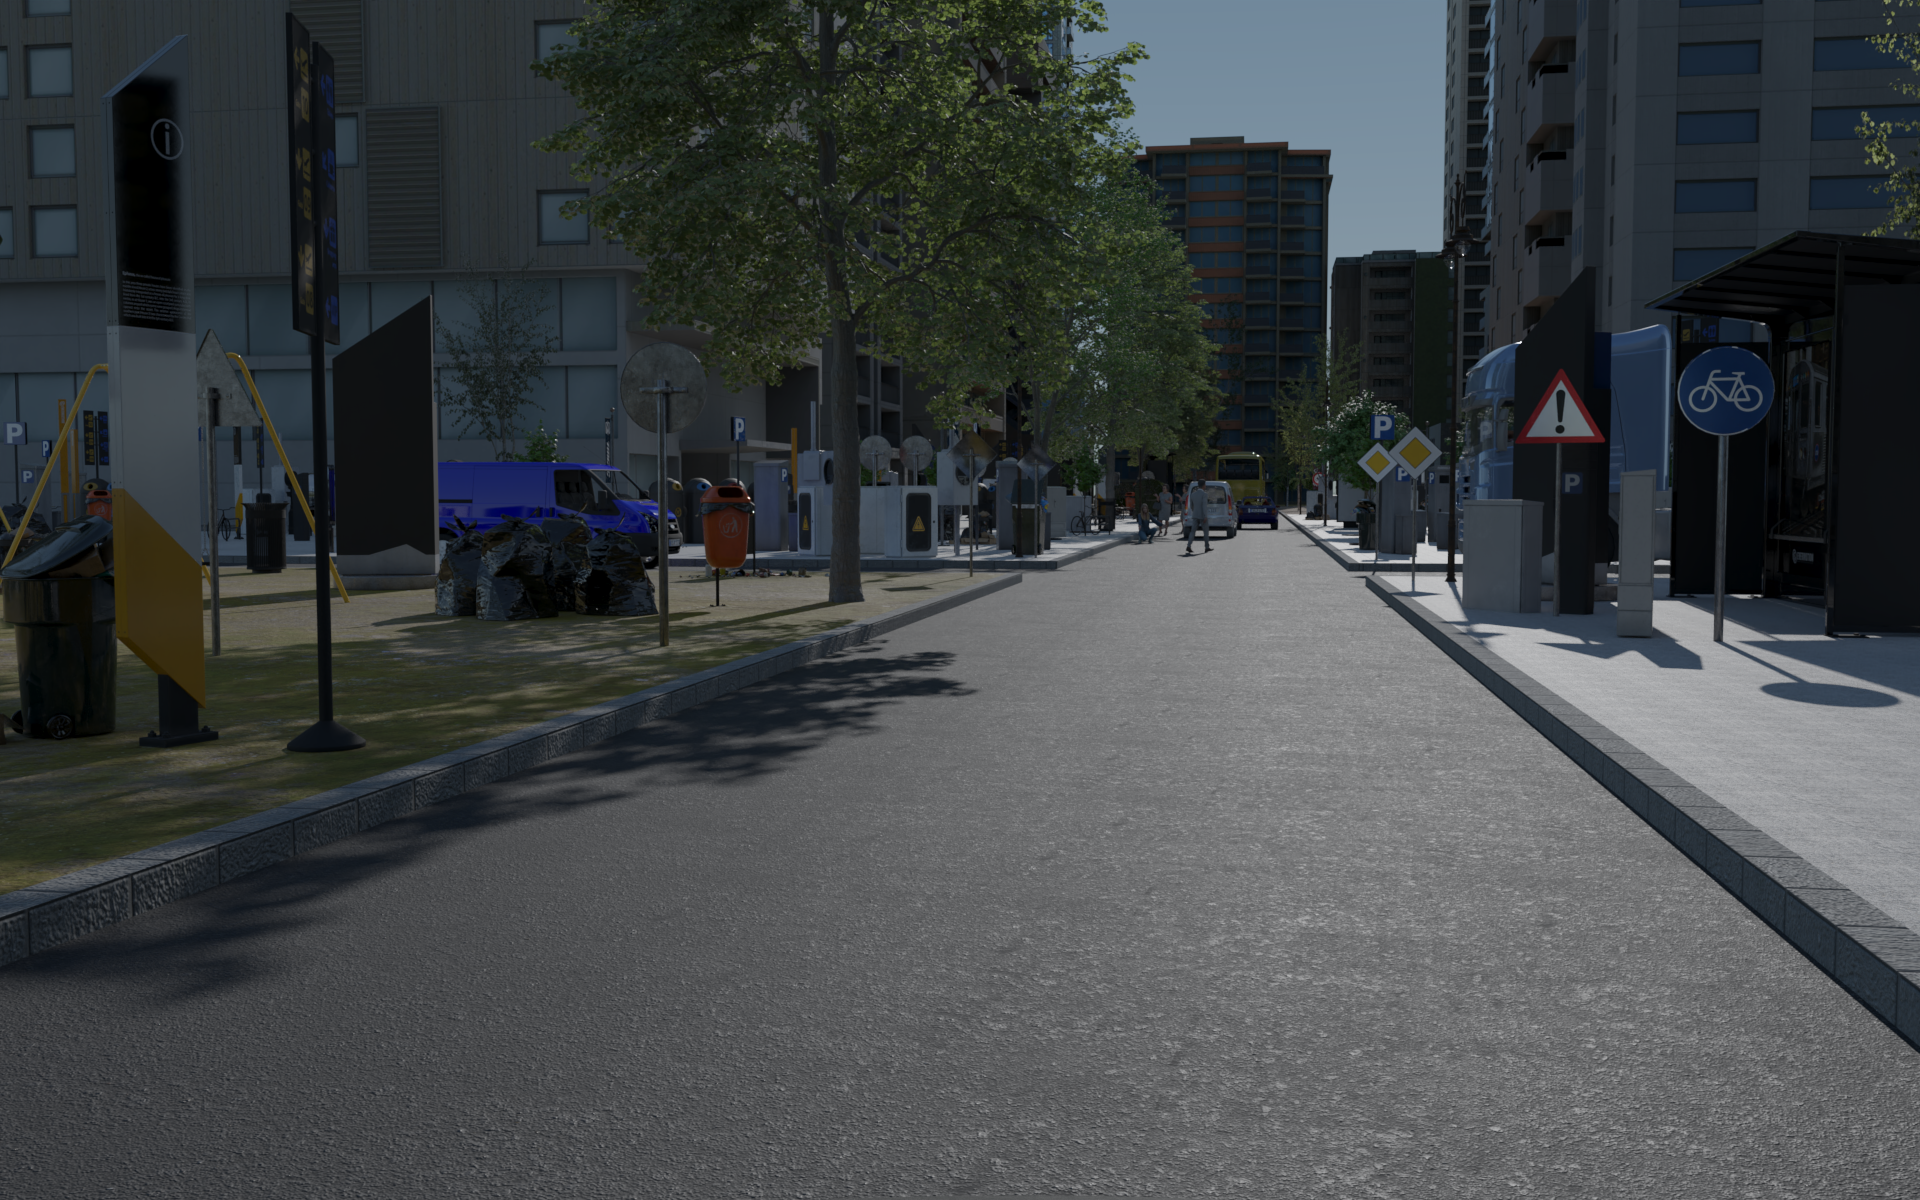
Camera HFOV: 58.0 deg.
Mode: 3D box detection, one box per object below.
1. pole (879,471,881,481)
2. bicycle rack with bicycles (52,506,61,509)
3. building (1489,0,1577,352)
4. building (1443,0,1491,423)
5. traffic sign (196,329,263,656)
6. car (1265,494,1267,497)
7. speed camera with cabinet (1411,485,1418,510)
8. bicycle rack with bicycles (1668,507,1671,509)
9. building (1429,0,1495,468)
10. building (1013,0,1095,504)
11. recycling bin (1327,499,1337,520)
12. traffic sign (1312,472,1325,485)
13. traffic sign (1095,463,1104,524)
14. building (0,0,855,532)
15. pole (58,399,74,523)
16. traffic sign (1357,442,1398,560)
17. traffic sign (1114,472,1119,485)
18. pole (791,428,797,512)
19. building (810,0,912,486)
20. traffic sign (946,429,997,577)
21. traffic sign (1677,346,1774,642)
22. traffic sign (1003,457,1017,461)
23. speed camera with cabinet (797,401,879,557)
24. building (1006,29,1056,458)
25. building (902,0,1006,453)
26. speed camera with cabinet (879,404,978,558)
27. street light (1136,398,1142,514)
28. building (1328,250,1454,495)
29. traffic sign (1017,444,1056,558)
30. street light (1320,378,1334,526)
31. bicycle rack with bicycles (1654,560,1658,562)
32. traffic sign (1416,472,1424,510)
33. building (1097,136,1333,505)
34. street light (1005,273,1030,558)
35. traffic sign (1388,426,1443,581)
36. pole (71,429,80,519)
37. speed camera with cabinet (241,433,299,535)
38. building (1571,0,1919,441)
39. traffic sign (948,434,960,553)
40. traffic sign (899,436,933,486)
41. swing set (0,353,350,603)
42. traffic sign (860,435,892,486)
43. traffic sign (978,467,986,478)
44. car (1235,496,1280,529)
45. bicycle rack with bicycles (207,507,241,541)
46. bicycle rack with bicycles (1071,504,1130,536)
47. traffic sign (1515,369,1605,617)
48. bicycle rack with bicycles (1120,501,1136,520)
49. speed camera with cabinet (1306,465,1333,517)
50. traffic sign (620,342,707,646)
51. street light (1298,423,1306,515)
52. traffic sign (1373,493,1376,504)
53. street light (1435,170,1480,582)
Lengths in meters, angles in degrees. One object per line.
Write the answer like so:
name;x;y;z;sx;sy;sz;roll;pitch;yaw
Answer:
pole;-3.059;-4.361;65.149;0.158;3.312;0.155;0;3;0
bicycle rack with bicycles;-52.989;-5.197;98.350;2.925;0.926;2.852;-1;4;-17
building;51.816;-32.325;117.755;28.713;52.752;27.495;1;4;10
building;69.405;-47.033;207.246;20.611;71.187;20.563;1;4;10
traffic sign;-5.897;-0.835;13.664;0.884;2.594;0.081;1;4;14
car;19.752;-6.666;117.667;2.281;1.827;5.304;0;4;8
speed camera with cabinet;18.677;-4.770;72.327;0.660;3.252;2.038;2;4;24
bicycle rack with bicycles;18.628;-2.050;46.906;2.925;0.926;2.852;2;4;35
building;53.594;-51.059;147.488;22.319;86.520;31.000;1;4;10
building;1.297;-55.407;218.574;31.000;86.520;22.319;1;4;10
recycling bin;18.772;-4.551;86.959;0.722;1.027;0.722;2;4;28
traffic sign;20.770;-6.122;100.205;0.768;2.556;0.104;1;4;10
traffic sign;5.576;-4.333;70.947;0.768;2.556;0.104;1;4;15
building;-19.791;-29.368;69.401;28.713;52.752;27.495;1;4;10
pole;-19.302;-2.660;37.326;0.158;3.312;0.155;0;3;0
traffic sign;8.069;-1.827;33.507;0.795;2.450;0.064;1;4;10
traffic sign;7.178;-4.849;81.407;0.606;2.300;0.079;1;4;13
pole;-5.125;-3.653;53.573;0.158;3.312;0.155;0;3;0
building;-16.371;-44.442;164.885;20.611;71.187;20.563;1;4;10
traffic sign;0.177;-1.415;26.771;0.795;2.450;0.064;1;4;10
traffic sign;6.605;-0.911;15.008;0.768;2.556;0.104;1;4;17
traffic sign;1.721;-3.662;59.974;0.768;2.556;0.104;1;4;19
speed camera with cabinet;-2.421;-2.613;37.053;2.038;3.252;0.660;1;4;16
building;1.321;-31.546;165.883;14.200;45.320;14.600;1;4;10
building;-8.751;-30.563;123.408;21.300;48.544;21.600;1;4;10
speed camera with cabinet;-0.576;-2.506;35.303;2.038;3.252;0.660;-3;5;-40
street light;7.539;-6.086;72.292;0.468;5.910;1.993;1;4;10
building;51.711;-26.685;207.998;14.107;30.474;14.160;1;4;10
traffic sign;1.523;-1.896;34.642;0.795;2.450;0.064;1;4;10
street light;14.660;-5.903;69.301;0.468;5.910;1.993;1;4;10
bicycle rack with bicycles;12.142;-1.228;33.461;2.925;0.926;2.852;2;4;30
traffic sign;17.377;-3.906;65.989;0.606;2.300;0.079;1;4;15
building;31.117;-34.290;215.272;28.867;44.769;22.147;1;4;10
street light;1.200;-3.797;34.872;0.468;5.910;1.993;1;4;10
traffic sign;6.723;-1.345;25.635;0.795;2.450;0.064;1;4;10
pole;-27.884;-3.716;54.601;0.158;3.312;0.155;0;3;0
speed camera with cabinet;-22.026;-3.727;55.277;0.660;3.252;2.038;1;4;23
building;42.803;-33.428;88.551;21.231;58.520;28.212;1;4;10
traffic sign;-0.102;-2.313;37.825;0.884;2.594;0.081;1;4;19
traffic sign;-0.973;-2.303;37.756;0.768;2.556;0.104;1;4;15
swing set;-9.098;-1.369;20.005;3.119;2.851;2.862;3;4;36
traffic sign;-1.852;-2.289;37.530;0.768;2.556;0.104;1;4;16
traffic sign;0.466;-3.389;55.518;0.768;2.556;0.104;1;4;17
car;12.241;-3.604;71.499;1.945;1.354;3.894;1;4;9
bicycle rack with bicycles;-21.042;-2.085;47.476;2.852;0.926;2.925;-1;4;-11
bicycle rack with bicycles;3.287;-2.474;53.828;2.852;0.926;2.925;2;4;31
traffic sign;6.252;-1.106;18.089;0.884;2.594;0.081;1;4;17
bicycle rack with bicycles;7.379;-4.424;85.716;2.925;0.926;2.852;1;4;23
speed camera with cabinet;18.637;-5.828;89.617;0.660;3.252;2.038;3;4;37
traffic sign;-2.497;-0.883;14.543;0.768;2.556;0.104;1;4;11
street light;21.092;-8.217;107.129;0.468;5.910;1.993;1;4;10
traffic sign;11.735;-2.991;49.013;0.768;2.556;0.104;1;4;18
street light;7.180;-3.203;25.153;0.468;5.910;1.993;1;4;10
